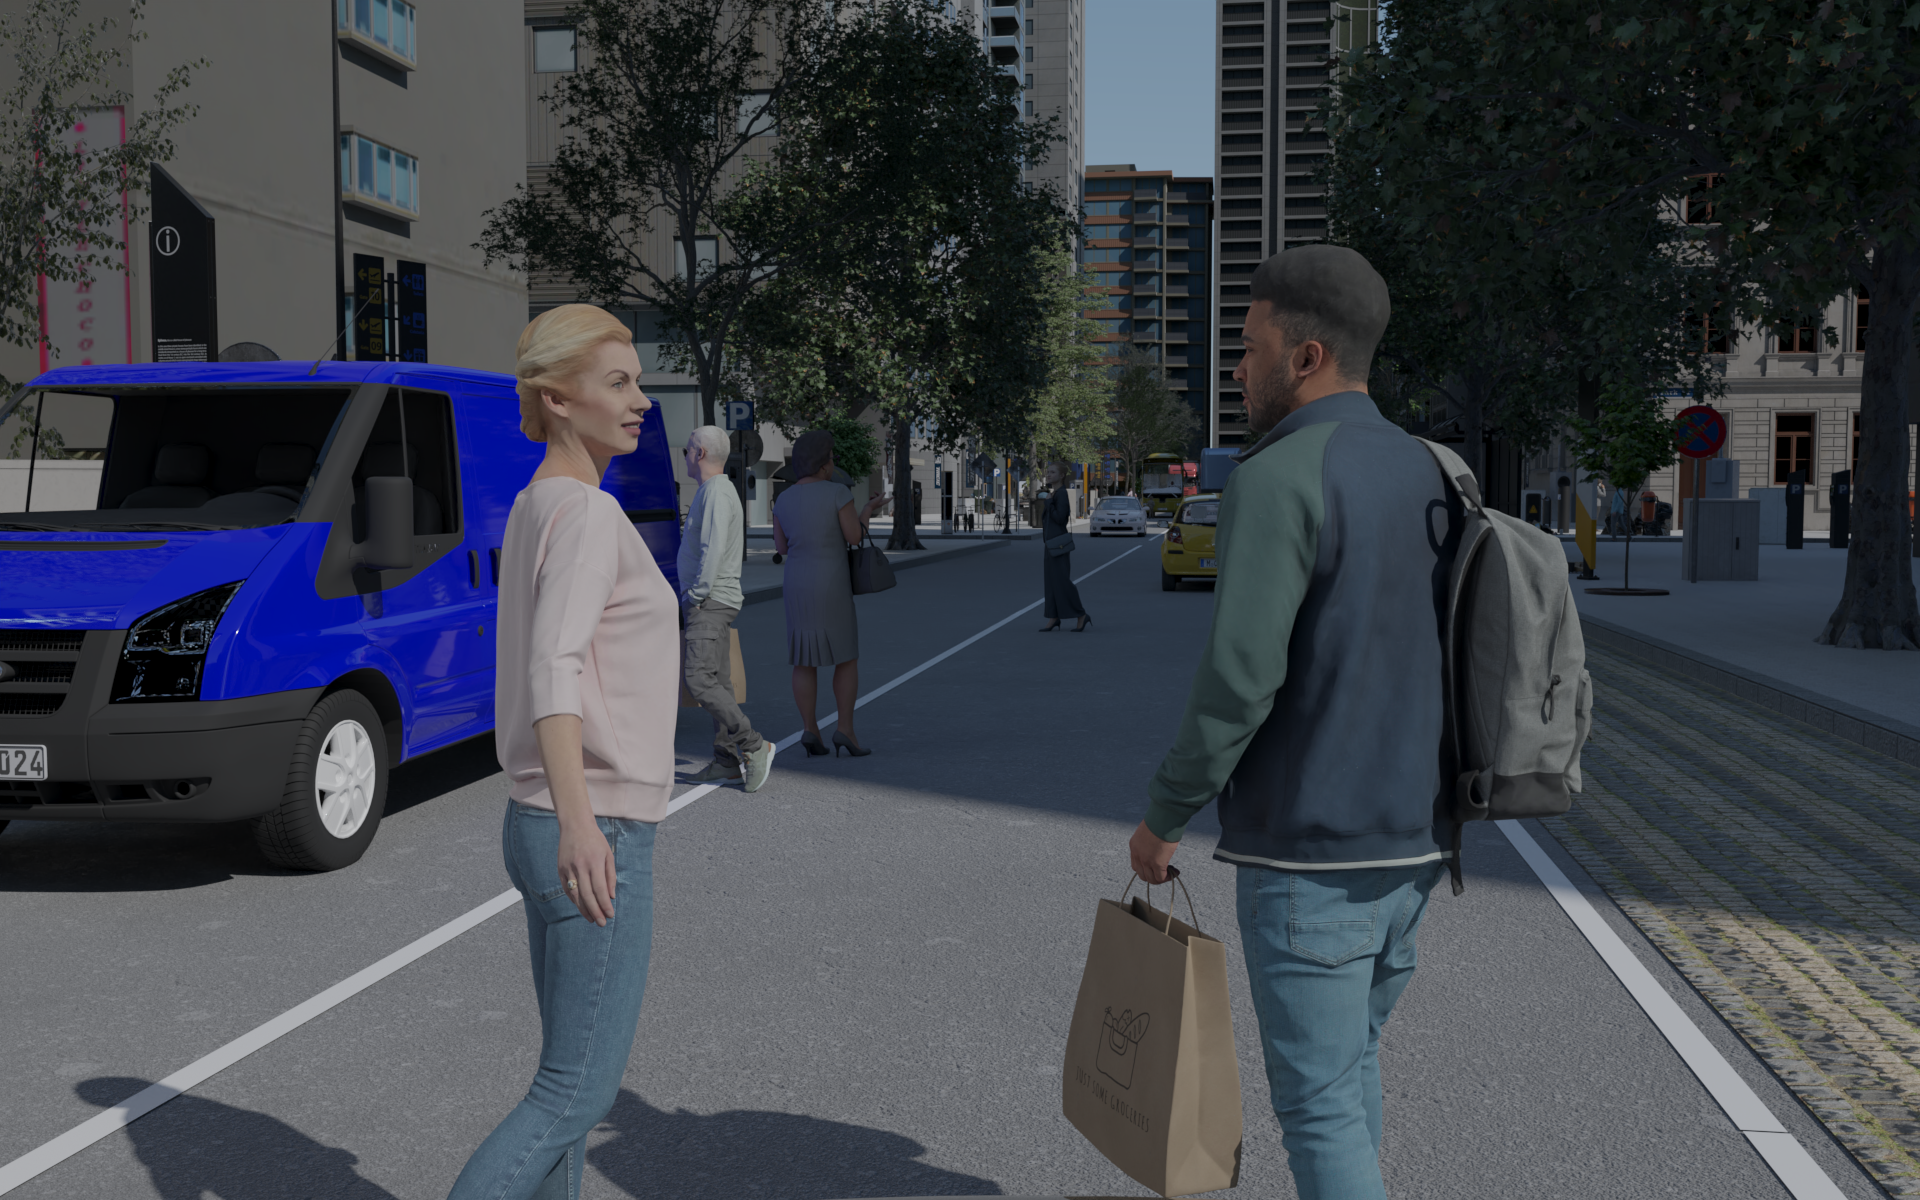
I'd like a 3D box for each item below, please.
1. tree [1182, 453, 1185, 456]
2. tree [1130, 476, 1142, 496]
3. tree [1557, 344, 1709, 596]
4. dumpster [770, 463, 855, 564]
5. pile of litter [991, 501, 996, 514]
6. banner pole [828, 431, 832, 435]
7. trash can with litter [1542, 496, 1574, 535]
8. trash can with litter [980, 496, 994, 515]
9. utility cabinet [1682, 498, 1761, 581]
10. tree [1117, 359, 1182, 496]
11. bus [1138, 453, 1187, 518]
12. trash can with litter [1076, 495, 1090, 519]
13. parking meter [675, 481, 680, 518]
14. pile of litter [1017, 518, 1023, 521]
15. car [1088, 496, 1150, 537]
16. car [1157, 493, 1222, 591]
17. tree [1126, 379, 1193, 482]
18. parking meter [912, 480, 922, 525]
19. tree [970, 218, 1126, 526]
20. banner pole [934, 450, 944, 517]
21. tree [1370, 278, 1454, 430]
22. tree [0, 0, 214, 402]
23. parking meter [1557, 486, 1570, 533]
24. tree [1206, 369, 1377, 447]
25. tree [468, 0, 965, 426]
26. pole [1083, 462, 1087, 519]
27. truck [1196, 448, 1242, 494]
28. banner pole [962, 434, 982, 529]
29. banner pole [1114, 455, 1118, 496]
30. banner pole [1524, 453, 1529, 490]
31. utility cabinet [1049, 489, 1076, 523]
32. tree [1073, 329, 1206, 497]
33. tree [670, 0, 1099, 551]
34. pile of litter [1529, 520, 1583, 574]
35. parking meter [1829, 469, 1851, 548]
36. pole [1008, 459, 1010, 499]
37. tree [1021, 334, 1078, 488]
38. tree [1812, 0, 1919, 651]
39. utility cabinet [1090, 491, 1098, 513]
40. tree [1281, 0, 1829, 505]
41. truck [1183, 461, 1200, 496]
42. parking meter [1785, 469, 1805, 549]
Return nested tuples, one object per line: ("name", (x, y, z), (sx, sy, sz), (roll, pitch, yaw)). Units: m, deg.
("tree", (23.374, -14.943, 194.687), (4.737, 8.622, 4.395), (0, 3, 0))
("tree", (16.009, -9.733, 153.739), (1.663, 3.219, 1.824), (0, 3, 0))
("tree", (8.474, -1.693, 22.281), (1.663, 3.219, 1.824), (0, 3, 0))
("dumpster", (-2.752, -1.622, 32.283), (1.264, 1.857, 1.865), (1, 4, 9))
("pile of litter", (2.308, -6.046, 112.815), (1.719, 0.858, 1.176), (1, 4, 20))
("banner pole", (-4.874, -4.332, 60.845), (0.863, 3.779, 0.401), (1, 4, 18))
("trash can with litter", (18.533, -2.674, 54.781), (1.678, 1.210, 2.233), (0, 4, -1))
("trash can with litter", (1.662, -5.911, 108.036), (0.624, 1.170, 1.055), (2, 4, 26))
("utility cabinet", (11.300, -0.891, 25.724), (1.020, 1.237, 0.306), (0, 4, 3))
("tree", (11.736, -11.297, 119.120), (7.601, 10.594, 8.767), (0, 4, 2))
("bus", (12.639, -7.097, 107.587), (2.896, 3.916, 12.252), (0, 4, 7))
("trash can with litter", (6.465, -4.810, 89.702), (1.678, 1.210, 2.233), (1, 4, 15))
("parking meter", (-4.576, -1.148, 27.180), (0.372, 1.533, 0.369), (0, 3, 0))
("pile of litter", (3.497, -4.221, 82.972), (1.719, 0.858, 1.176), (-1, 4, -13))
("car", (5.434, -2.862, 59.160), (2.083, 1.381, 4.827), (0, 4, 7))
("car", (4.041, -1.017, 26.844), (2.015, 1.641, 3.980), (1, 4, 9))
("tree", (19.209, -15.429, 170.385), (7.486, 12.596, 7.792), (0, 3, 0))
("parking meter", (-1.777, -4.057, 72.044), (0.399, 1.863, 0.255), (0, 4, -7))
("tree", (2.517, -9.253, 69.416), (7.486, 12.596, 7.792), (0, 3, 0))
("banner pole", (-1.104, -6.576, 97.527), (0.863, 3.779, 0.401), (-2, 4, -33))
("tree", (16.885, -8.778, 69.277), (9.928, 11.665, 9.643), (0, 3, 0))
("tree", (-10.342, -4.131, 17.909), (4.360, 8.622, 3.978), (0, 3, 0))
("parking meter", (19.852, -2.969, 56.957), (0.372, 1.533, 0.369), (0, 3, 0))
("tree", (23.688, -12.666, 117.458), (12.009, 13.543, 11.850), (0, 3, 0))
("tree", (-3.463, -5.560, 25.318), (8.767, 10.594, 7.601), (2, 4, 34))
("pole", (6.327, -5.723, 87.420), (0.158, 3.312, 0.155), (0, 3, 0))
("truck", (14.517, -6.462, 95.406), (2.967, 4.110, 18.799), (0, 4, 7))
("banner pole", (0.550, -4.551, 64.426), (0.401, 3.779, 0.863), (-3, 4, -37))
("banner pole", (9.951, -7.357, 110.305), (0.401, 3.779, 0.863), (2, 4, 24))
("banner pole", (26.628, -5.592, 81.448), (0.401, 3.779, 0.863), (0, 4, 1))
("utility cabinet", (4.417, -4.052, 74.934), (1.173, 1.500, 0.318), (-1, 4, -18))
("tree", (12.928, -13.417, 129.740), (12.009, 13.543, 11.850), (0, 3, 0))
("tree", (-1.349, -7.489, 39.452), (9.611, 12.733, 9.660), (0, 3, 0))
("pile of litter", (9.782, -0.897, 28.637), (1.176, 0.858, 1.719), (0, 4, 4))
("parking meter", (20.776, -2.153, 40.917), (0.399, 1.863, 0.255), (0, 4, 5))
("pole", (2.841, -6.551, 100.957), (0.158, 3.312, 0.155), (0, 3, 0))
("tree", (3.451, -7.693, 76.148), (4.737, 8.622, 4.395), (0, 3, 0))
("tree", (7.731, -5.941, 14.141), (9.611, 12.733, 9.660), (0, 3, 0))
("utility cabinet", (8.333, -6.361, 112.685), (1.173, 1.500, 0.318), (-1, 4, -20))
("tree", (10.487, -7.206, 34.821), (9.611, 12.733, 9.660), (0, 3, 0))
("truck", (19.017, -9.679, 147.158), (2.839, 4.237, 11.283), (1, 4, 9))
("parking meter", (19.421, -2.116, 40.307), (0.399, 1.863, 0.255), (2, 4, 24))
